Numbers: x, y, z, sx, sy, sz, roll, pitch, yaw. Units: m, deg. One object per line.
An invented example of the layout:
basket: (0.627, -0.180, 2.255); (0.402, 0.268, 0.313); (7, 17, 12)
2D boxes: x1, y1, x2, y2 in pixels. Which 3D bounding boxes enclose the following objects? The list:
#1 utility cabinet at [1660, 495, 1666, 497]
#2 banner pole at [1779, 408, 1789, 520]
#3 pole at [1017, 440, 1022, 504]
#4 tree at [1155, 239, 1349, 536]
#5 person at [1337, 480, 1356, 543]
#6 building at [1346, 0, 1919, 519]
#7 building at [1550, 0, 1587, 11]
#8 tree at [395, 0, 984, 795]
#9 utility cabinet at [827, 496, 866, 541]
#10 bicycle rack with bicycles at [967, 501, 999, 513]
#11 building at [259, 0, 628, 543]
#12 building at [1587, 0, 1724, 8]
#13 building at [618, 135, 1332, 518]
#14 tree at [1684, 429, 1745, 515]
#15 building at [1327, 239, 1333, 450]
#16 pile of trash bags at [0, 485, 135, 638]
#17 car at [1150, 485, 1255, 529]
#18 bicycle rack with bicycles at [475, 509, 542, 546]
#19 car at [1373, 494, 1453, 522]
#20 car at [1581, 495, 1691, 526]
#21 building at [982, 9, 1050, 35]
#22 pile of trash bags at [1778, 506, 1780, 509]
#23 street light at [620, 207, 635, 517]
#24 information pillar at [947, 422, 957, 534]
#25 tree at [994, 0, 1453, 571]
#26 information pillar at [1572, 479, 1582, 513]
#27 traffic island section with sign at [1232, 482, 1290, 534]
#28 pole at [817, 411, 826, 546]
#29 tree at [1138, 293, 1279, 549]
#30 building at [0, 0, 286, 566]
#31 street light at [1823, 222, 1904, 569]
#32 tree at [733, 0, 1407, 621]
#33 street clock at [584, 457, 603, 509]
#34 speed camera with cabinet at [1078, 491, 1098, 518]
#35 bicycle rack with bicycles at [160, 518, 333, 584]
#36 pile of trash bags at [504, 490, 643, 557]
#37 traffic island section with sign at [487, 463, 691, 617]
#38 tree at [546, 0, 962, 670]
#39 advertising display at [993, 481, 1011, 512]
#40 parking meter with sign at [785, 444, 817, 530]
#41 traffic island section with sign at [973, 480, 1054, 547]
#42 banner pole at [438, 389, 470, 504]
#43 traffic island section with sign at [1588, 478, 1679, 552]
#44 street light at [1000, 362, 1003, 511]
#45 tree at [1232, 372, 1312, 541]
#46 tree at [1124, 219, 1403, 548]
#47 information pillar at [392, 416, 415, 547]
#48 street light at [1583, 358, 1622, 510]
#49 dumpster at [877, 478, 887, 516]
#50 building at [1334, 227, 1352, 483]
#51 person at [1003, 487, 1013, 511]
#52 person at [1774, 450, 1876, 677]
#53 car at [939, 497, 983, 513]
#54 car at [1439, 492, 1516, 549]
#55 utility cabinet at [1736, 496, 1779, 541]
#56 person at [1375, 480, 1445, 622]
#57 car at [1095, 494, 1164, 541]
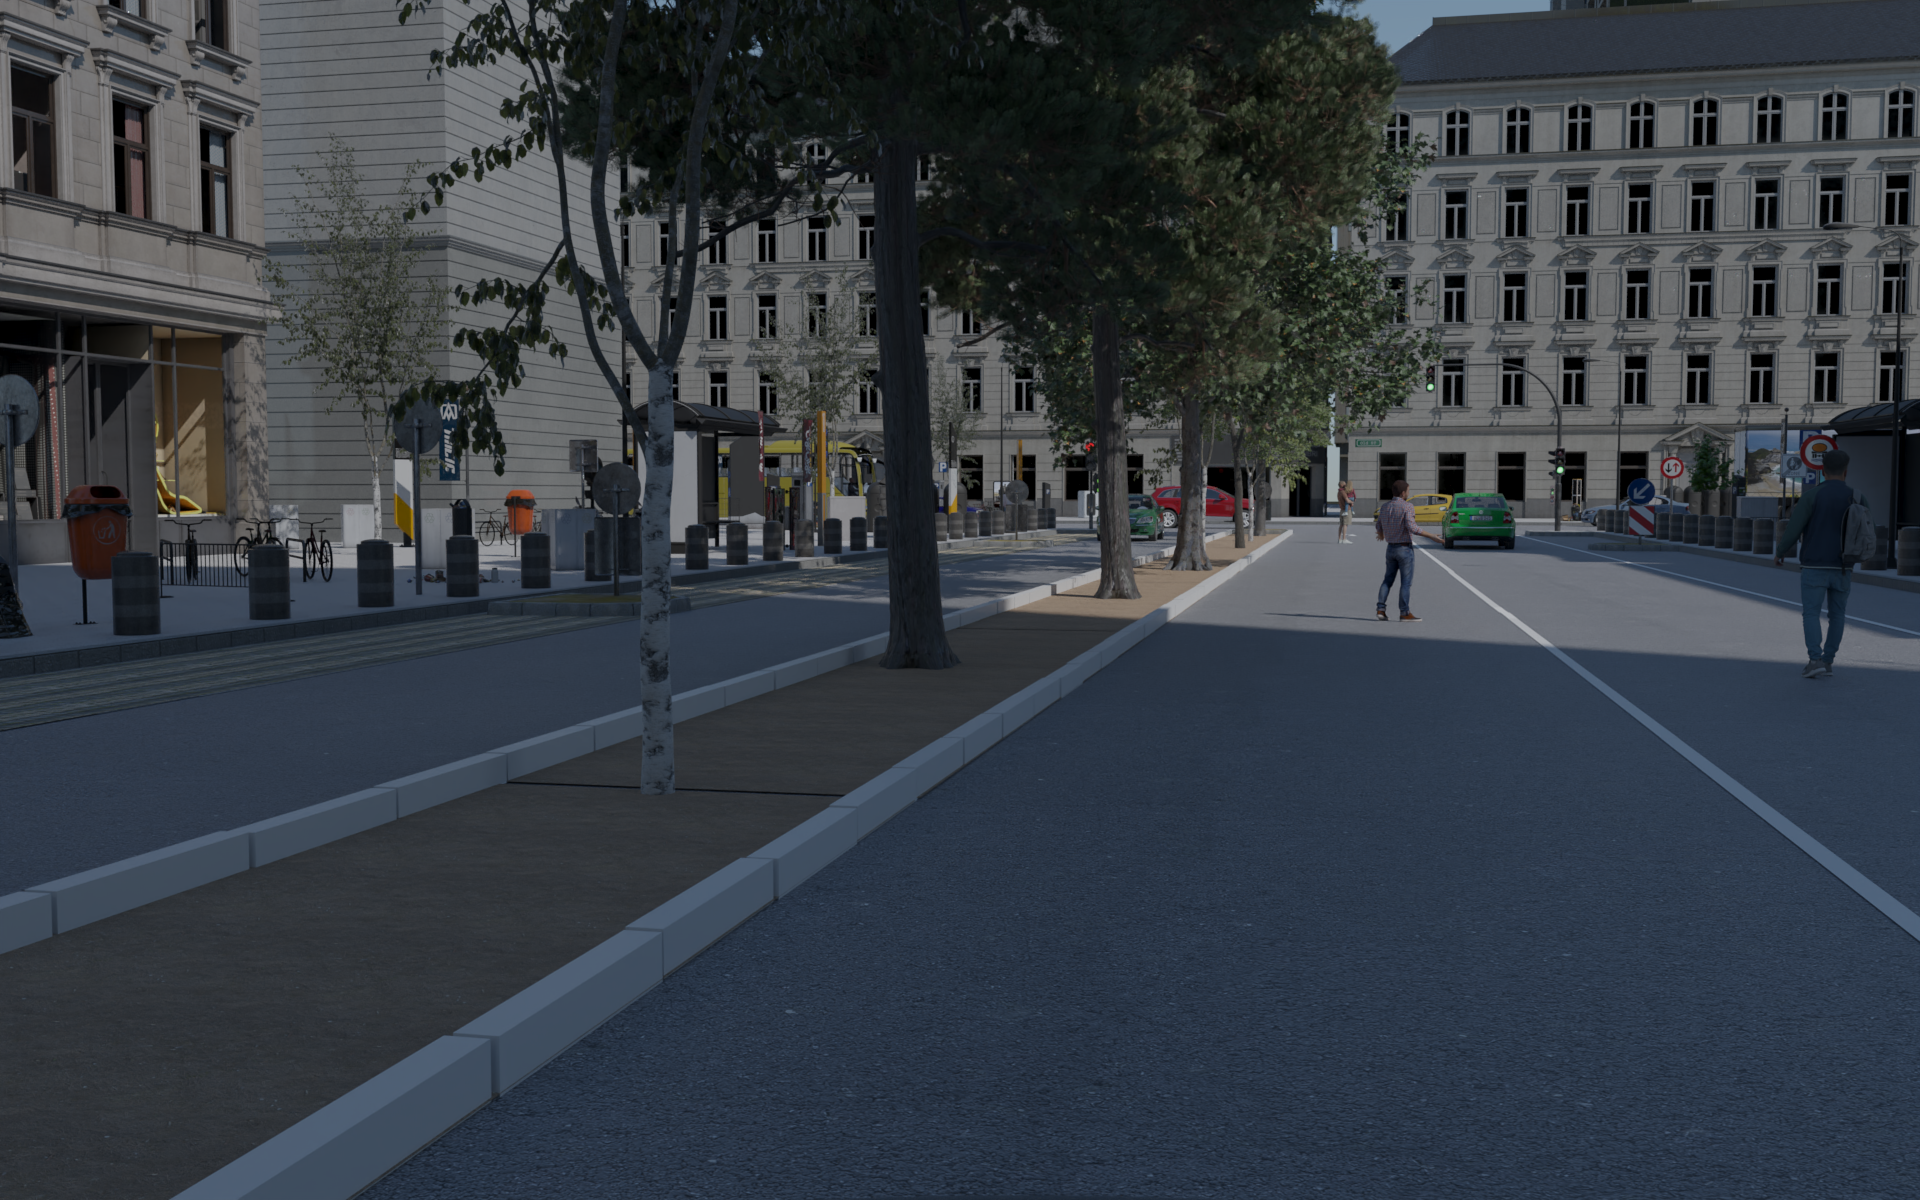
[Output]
utility cabinet: (31.633, -4.148, 78.974); (1.020, 1.237, 0.306); (-1, 4, -8)
banner pole: (23.950, -3.693, 50.400); (0.401, 3.779, 0.863); (1, 4, 13)
pole: (2.228, -4.349, 64.944); (0.158, 3.312, 0.155); (0, 3, 0)
tree: (10.159, -8.453, 58.790); (7.486, 12.596, 7.792); (0, 3, 0)
person: (11.202, -2.559, 50.316); (0.580, 1.828, 0.573); (2, 4, 30)
building: (43.326, -19.459, 94.572); (44.131, 29.872, 17.030); (1, 4, 13)
building: (73.468, -39.302, 184.592); (21.231, 58.520, 28.212); (1, 4, 13)
tree: (-1.405, -3.389, 8.237); (4.360, 8.622, 3.978); (0, 3, 0)
utility cabinet: (-3.119, -2.225, 47.545); (1.020, 1.237, 0.306); (-1, 4, -18)
bicycle rack with bicycles: (1.082, -4.868, 92.980); (2.925, 0.926, 2.852); (-2, 4, -28)
building: (-26.370, -16.840, 52.827); (29.804, 29.767, 11.434); (1, 4, 13)
building: (67.585, -44.177, 160.551); (20.563, 71.187, 20.611); (1, 4, 13)
building: (0.423, -20.099, 105.030); (44.131, 29.872, 17.030); (1, 4, 13)
tree: (21.705, -3.422, 50.557); (1.663, 3.219, 1.824); (0, 3, 0)
building: (41.188, -37.103, 261.265); (28.867, 44.769, 22.147); (1, 4, 13)
pile of trash bags: (-9.206, -0.367, 15.747); (1.912, 1.369, 3.447); (2, 4, 33)
car: (10.331, -3.911, 72.616); (5.304, 1.827, 2.281); (1, 4, 14)
bicycle rack with bicycles: (-10.717, -1.796, 42.747); (2.852, 0.926, 2.925); (1, 4, 13)
car: (20.814, -4.187, 78.680); (3.980, 1.641, 2.015); (1, 4, 14)
car: (29.730, -3.929, 76.249); (4.499, 1.417, 2.014); (1, 4, 12)
building: (3.853, -44.433, 164.732); (20.563, 71.187, 20.611); (1, 4, 13)
pile of trash bags: (39.483, -4.541, 84.005); (3.447, 1.369, 1.912); (3, 5, 39)
street light: (-4.764, -3.341, 27.159); (1.470, 5.913, 1.316); (1, 4, 13)
information pillar: (-0.236, -3.971, 56.285); (0.183, 3.616, 0.504); (1, 4, 23)
tree: (4.341, -6.899, 32.267); (9.611, 12.733, 9.660); (0, 3, 0)
information pillar: (30.357, -4.941, 85.270); (0.304, 2.012, 0.304); (-2, 4, -31)
traffic island section with sign: (10.859, -3.315, 62.342); (2.006, 1.907, 1.989); (1, 4, 13)
pole: (-3.406, -2.984, 42.626); (0.158, 3.312, 0.155); (0, 3, 0)
tree: (5.541, -5.294, 39.371); (4.360, 8.622, 3.978); (0, 3, 0)
building: (-23.618, -10.276, 18.915); (10.553, 20.767, 40.483); (1, 4, 13)
street light: (15.456, -3.494, 29.675); (1.470, 5.913, 1.316); (1, 4, 13)
tree: (2.003, -6.953, 23.560); (7.806, 13.903, 7.818); (0, 3, 0)
street clock: (-7.056, -1.754, 33.252); (0.358, 2.002, 0.471); (1, 4, 18)
speed camera with cabinet: (7.303, -6.040, 93.086); (2.038, 3.252, 0.660); (-2, 4, -35)
bicycle rack with bicycles: (-10.699, -0.756, 25.743); (2.852, 0.926, 2.925); (-2, 4, -28)
pile of trash bags: (-7.600, -1.548, 35.070); (3.447, 1.369, 1.912); (1, 4, 11)
traffic island section with sign: (-4.391, -0.762, 21.094); (1.989, 1.847, 2.006); (1, 4, 13)
tree: (-0.505, -6.380, 14.200); (7.806, 13.903, 7.818); (0, 3, 0)
advertising display: (2.120, -4.962, 86.347); (0.974, 1.923, 0.123); (-1, 4, -17)
parking meter with sign: (-5.534, -3.951, 60.863); (1.738, 3.016, 0.543); (2, 4, 33)
traffic island section with sign: (1.517, -2.371, 47.397); (1.989, 1.847, 2.006); (1, 4, 13)
banner pole: (-11.662, -3.066, 40.151); (0.863, 3.779, 0.401); (-1, 4, -11)
traffic island section with sign: (17.180, -2.181, 44.291); (1.989, 1.847, 2.006); (1, 4, 13)
street light: (1.908, -5.189, 57.379); (1.470, 5.913, 1.316); (1, 4, 13)
tree: (8.744, -6.046, 51.673); (4.737, 8.622, 4.395); (0, 3, 0)
tree: (7.452, -6.643, 45.490); (8.767, 10.594, 7.601); (1, 4, 13)
information pillar: (-13.423, -3.083, 41.754); (0.183, 3.616, 0.504); (3, 4, 38)
street light: (22.020, -5.310, 59.367); (1.470, 5.913, 1.316); (1, 4, 13)
dumpster: (-1.660, -2.781, 51.224); (1.264, 1.857, 1.865); (1, 4, 13)
building: (69.304, -40.879, 257.617); (27.495, 52.752, 28.713); (1, 4, 13)
person: (1.996, -3.514, 66.629); (0.731, 1.740, 0.598); (-2, 4, -31)
person: (6.831, -0.292, 13.620); (0.623, 1.781, 0.721); (0, 4, -5)
car: (-0.880, -4.058, 78.933); (3.894, 1.354, 1.945); (1, 4, 14)
car: (13.888, -2.306, 46.501); (1.959, 1.807, 4.718); (1, 4, 14)
utility cabinet: (21.821, -2.217, 47.412); (1.020, 1.237, 0.306); (0, 4, -1)
person: (4.961, -0.552, 19.491); (0.435, 1.587, 0.963); (-3, 5, -39)
car: (5.356, -2.586, 54.080); (2.131, 1.459, 4.920); (1, 4, 11)
